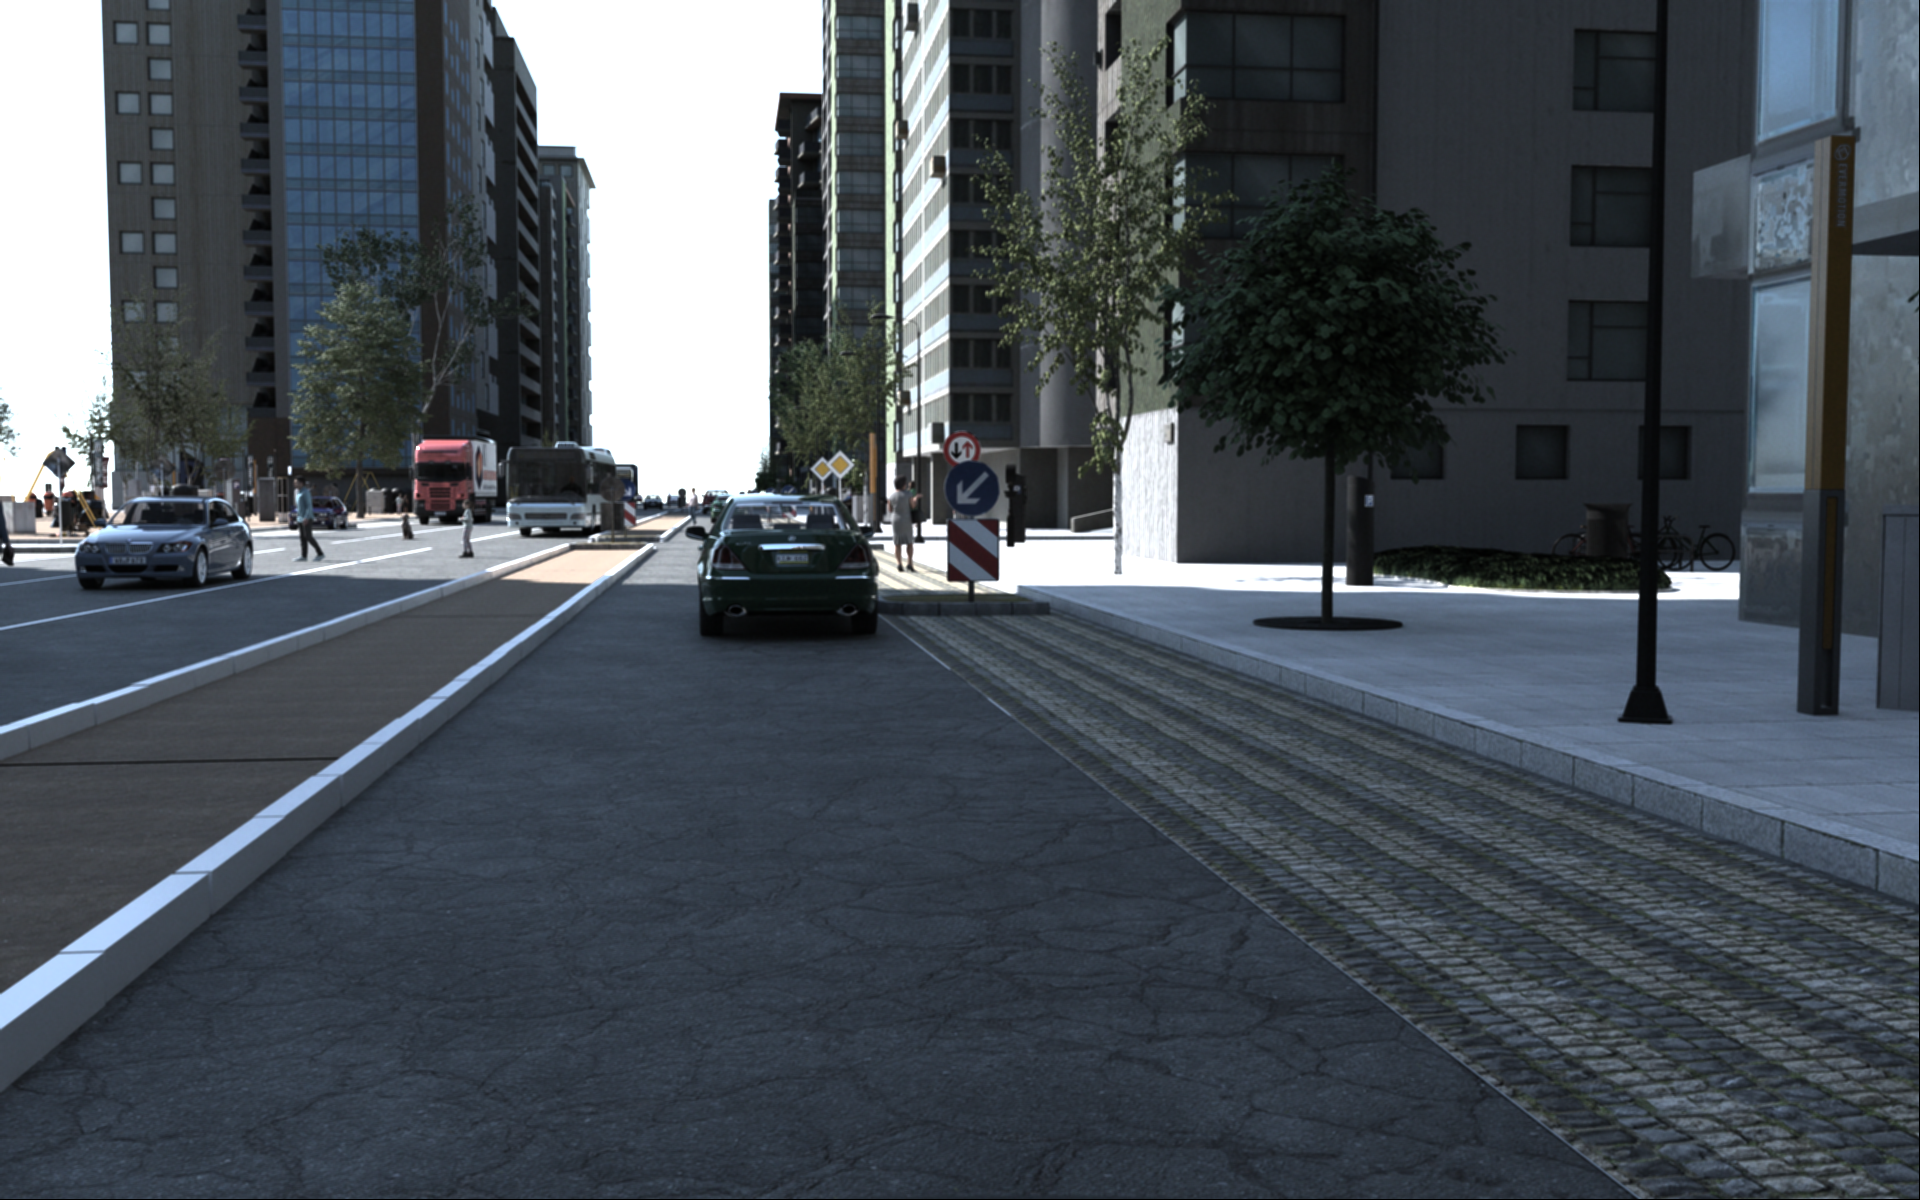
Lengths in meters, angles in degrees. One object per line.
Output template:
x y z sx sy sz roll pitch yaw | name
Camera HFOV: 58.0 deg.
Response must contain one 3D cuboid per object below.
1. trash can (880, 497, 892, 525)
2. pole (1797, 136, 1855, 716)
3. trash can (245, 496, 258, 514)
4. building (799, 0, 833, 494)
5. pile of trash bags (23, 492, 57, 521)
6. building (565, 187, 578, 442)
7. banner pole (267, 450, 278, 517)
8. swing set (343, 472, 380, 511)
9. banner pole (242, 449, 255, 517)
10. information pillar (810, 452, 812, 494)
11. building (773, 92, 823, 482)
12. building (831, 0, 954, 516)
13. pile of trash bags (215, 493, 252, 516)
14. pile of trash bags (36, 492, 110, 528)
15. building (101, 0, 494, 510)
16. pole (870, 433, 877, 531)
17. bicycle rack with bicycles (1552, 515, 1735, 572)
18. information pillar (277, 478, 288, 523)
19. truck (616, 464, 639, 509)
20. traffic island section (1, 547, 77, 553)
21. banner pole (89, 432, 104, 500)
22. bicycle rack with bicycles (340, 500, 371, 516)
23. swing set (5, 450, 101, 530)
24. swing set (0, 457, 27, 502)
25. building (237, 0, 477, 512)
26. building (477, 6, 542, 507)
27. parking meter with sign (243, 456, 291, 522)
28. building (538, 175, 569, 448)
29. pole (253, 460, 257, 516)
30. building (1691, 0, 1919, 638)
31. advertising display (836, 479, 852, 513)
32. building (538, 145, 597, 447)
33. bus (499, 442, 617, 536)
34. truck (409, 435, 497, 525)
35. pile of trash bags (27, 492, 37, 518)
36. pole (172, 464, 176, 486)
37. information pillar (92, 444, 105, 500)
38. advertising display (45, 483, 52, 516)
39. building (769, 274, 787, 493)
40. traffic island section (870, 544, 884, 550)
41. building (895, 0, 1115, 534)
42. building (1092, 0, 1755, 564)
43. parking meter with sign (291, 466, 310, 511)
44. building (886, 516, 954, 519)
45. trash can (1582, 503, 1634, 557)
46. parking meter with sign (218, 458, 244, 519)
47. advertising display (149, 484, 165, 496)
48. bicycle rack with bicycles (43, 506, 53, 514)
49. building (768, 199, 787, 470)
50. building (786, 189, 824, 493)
-3.043 -3.756 73.062 0.748 1.137 0.748 0 3 0 | trash can
5.009 -0.989 10.015 0.158 3.312 0.155 0 3 0 | pole
-45.948 -6.160 112.363 0.748 1.137 0.748 0 3 0 | trash can
-3.237 -43.468 148.948 20.563 71.187 20.611 0 4 -8 | building
-50.258 -5.094 93.040 1.912 1.369 3.447 -3 5 -43 | pile of trash bags
-64.068 -35.556 235.959 22.147 44.769 28.867 0 4 -8 | building
-38.762 -6.588 97.732 0.401 3.779 0.863 2 4 24 | banner pole
-42.121 -7.640 122.531 2.862 2.851 3.119 0 4 -3 | swing set
-39.313 -6.457 95.596 0.863 3.779 0.401 1 4 14 | banner pole
-8.183 -6.352 95.210 0.183 3.616 0.504 0 4 3 | information pillar
-8.954 -32.669 188.758 22.147 44.769 28.867 0 4 -8 | building
-2.133 -26.820 122.095 14.154 41.232 14.086 0 4 -8 | building
-42.462 -5.544 100.398 1.912 1.369 3.447 -3 5 -40 | pile of trash bags
-34.073 -3.483 66.701 1.912 1.369 3.447 -1 4 -19 | pile of trash bags
-55.426 -34.315 150.289 28.713 52.752 27.495 0 4 -8 | building
-2.913 -3.918 57.896 0.158 3.312 0.155 0 3 0 | pole
11.586 -0.982 29.431 2.925 0.926 2.852 1 4 18 | bicycle rack with bicycles
-30.050 -4.426 76.861 0.304 2.012 0.304 2 4 31 | information pillar
-31.610 -10.593 162.108 2.839 4.237 11.283 0 4 -8 | truck
-22.369 -1.270 43.041 2.009 0.180 2.903 0 4 -8 | traffic island section
-34.960 -4.896 70.065 0.863 3.779 0.401 2 4 24 | banner pole
-36.630 -5.564 104.360 2.852 0.926 2.925 -1 4 -20 | bicycle rack with bicycles
-32.825 -3.984 62.756 2.862 2.851 3.119 -2 4 -29 | swing set
-41.318 -4.576 72.441 3.119 2.851 2.862 -1 4 -12 | swing set
-44.735 -29.373 130.366 14.600 45.320 14.200 0 4 -8 | building
-54.696 -33.787 176.119 21.300 48.544 21.600 0 4 -8 | building
-32.277 -5.163 80.682 1.738 3.016 0.543 -1 4 -14 | parking meter with sign
-56.422 -32.498 214.933 14.154 41.232 14.086 0 4 -8 | building
-42.176 -6.712 103.586 0.158 3.312 0.155 0 3 0 | pole
19.079 -23.557 4.763 23.786 49.044 30.456 0 4 -8 | building
-5.059 -4.304 75.581 0.123 1.923 0.974 2 4 33 | advertising display
-70.398 -41.235 263.432 28.713 52.752 27.495 0 4 -8 | building
-14.249 -4.139 62.532 2.948 3.499 13.247 0 4 -6 | bus
-24.704 -5.875 84.968 2.839 4.237 11.283 0 4 -8 | truck
-45.693 -4.854 89.111 1.912 1.369 3.447 1 4 18 | pile of trash bags
-53.214 -7.551 117.299 0.158 3.312 0.155 0 3 0 | pole
-40.532 -5.515 81.528 0.183 3.616 0.504 3 5 42 | information pillar
-53.330 -5.882 101.379 0.123 1.923 0.974 -1 4 -12 | advertising display
-18.122 -27.933 228.406 14.160 30.474 14.107 0 4 -8 | building
-3.109 -1.431 45.682 2.009 0.180 2.903 0 4 -8 | traffic island section
10.156 -23.190 71.036 23.993 40.220 32.217 0 4 -8 | building
10.016 -16.333 38.742 14.160 30.474 14.107 0 4 -8 | building
-41.296 -6.897 109.026 1.738 3.016 0.543 -3 5 -43 | parking meter with sign
2.754 -25.149 94.774 14.154 41.232 14.086 0 4 -8 | building
10.033 -0.930 26.857 0.748 1.137 0.748 0 3 0 | trash can
-34.947 -5.319 83.230 1.738 3.016 0.543 3 5 40 | parking meter with sign
-53.433 -6.734 115.317 0.974 1.923 0.123 -1 4 -11 | advertising display
-58.531 -5.961 110.843 2.852 0.926 2.925 -2 4 -35 | bicycle rack with bicycles
-19.784 -34.185 242.511 14.154 41.232 14.086 0 4 -8 | building
-9.115 -24.191 167.230 14.160 30.474 14.107 0 4 -8 | building
